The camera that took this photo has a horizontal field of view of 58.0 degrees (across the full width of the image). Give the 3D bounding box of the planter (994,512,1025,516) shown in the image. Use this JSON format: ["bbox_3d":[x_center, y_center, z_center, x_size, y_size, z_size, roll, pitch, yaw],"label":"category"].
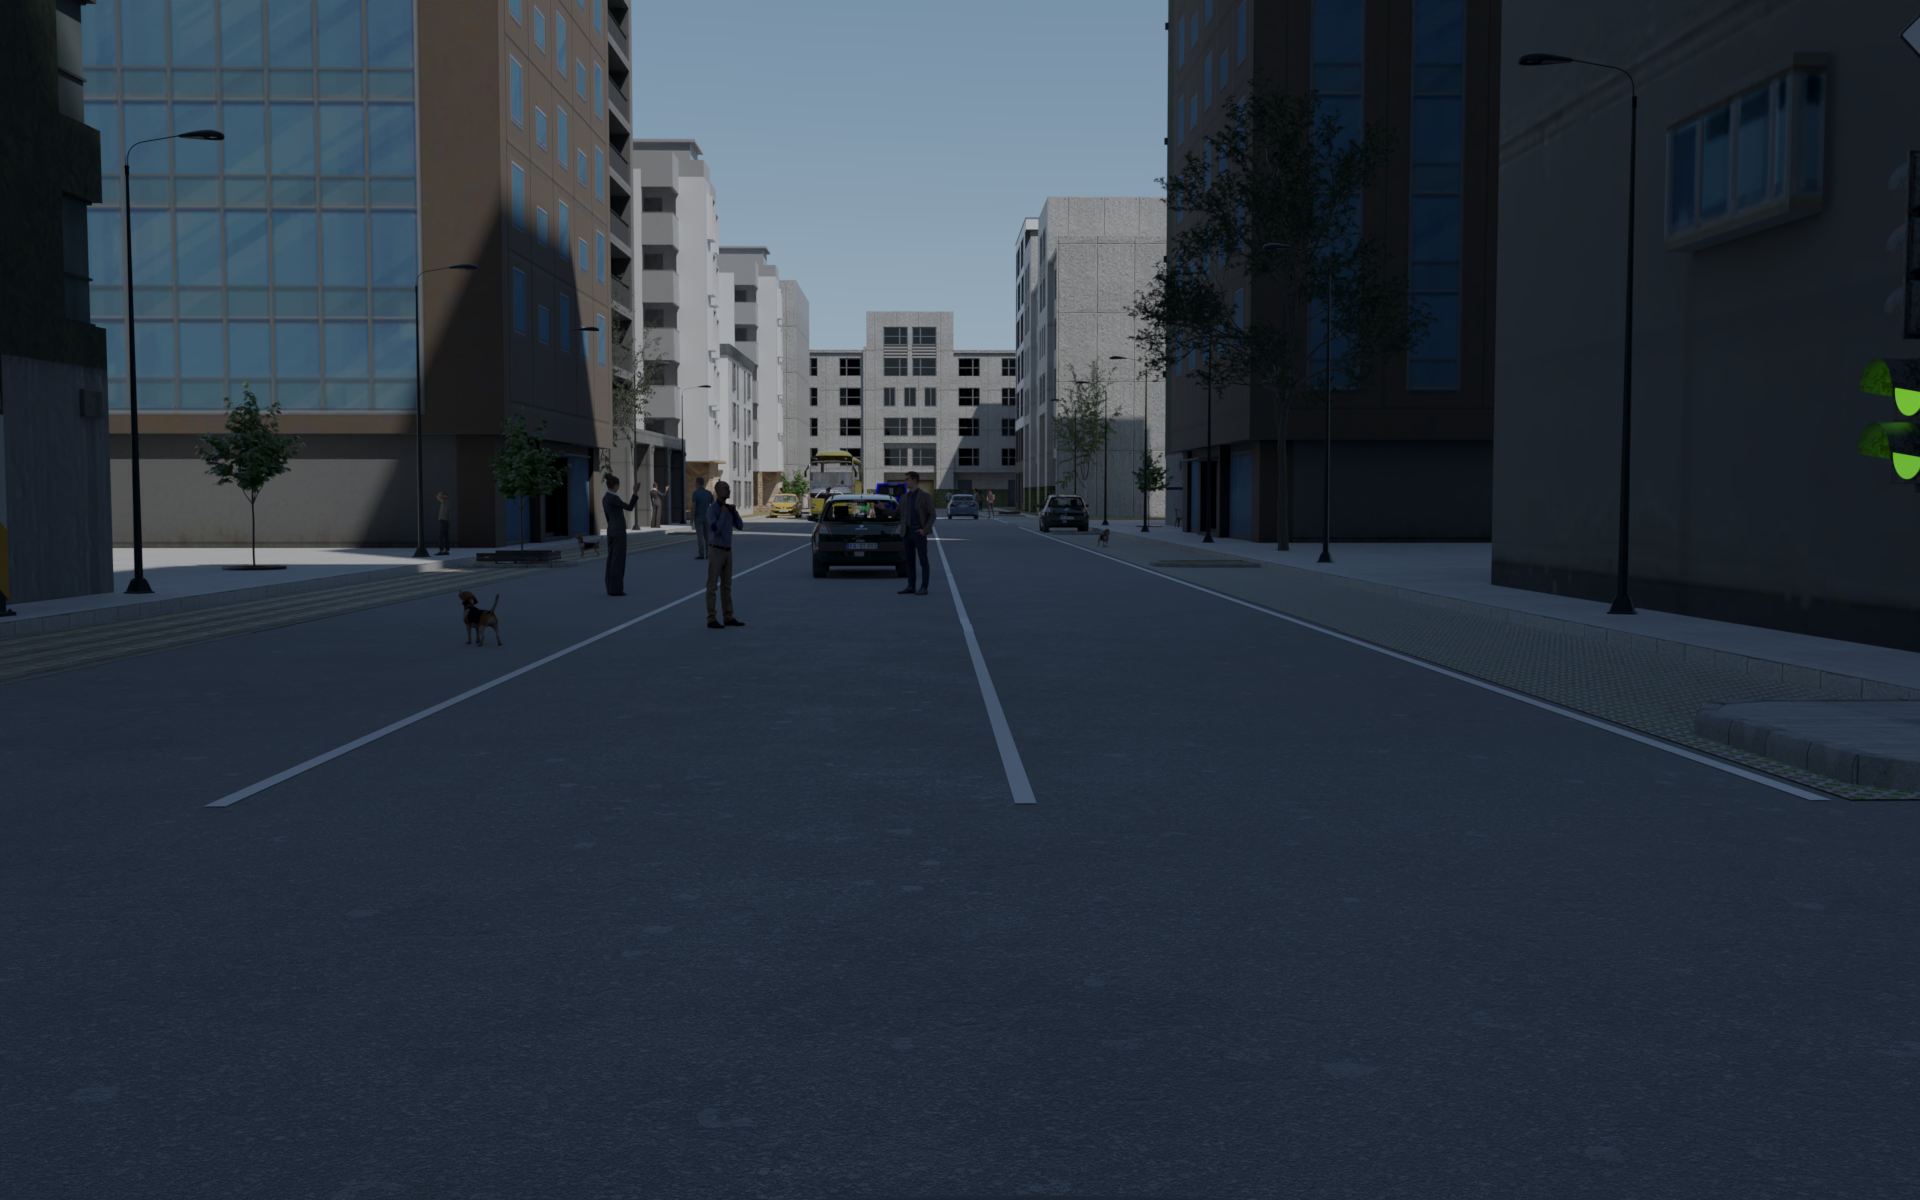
[{"bbox_3d":[3.140,-5.507,111.185,1.991,0.319,1.994,0,4,-1],"label":"planter"}]

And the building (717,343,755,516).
[{"bbox_3d":[-17.645,-10.301,110.572,9.099,9.664,28.070,0,4,-1],"label":"building"}]

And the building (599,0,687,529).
[{"bbox_3d":[-22.376,-38.688,70.795,20.563,71.187,20.611,0,4,-1],"label":"building"}]

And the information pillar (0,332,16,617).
[{"bbox_3d":[-10.086,-1.626,17.941,0.183,3.616,0.504,0,4,8],"label":"information pillar"}]

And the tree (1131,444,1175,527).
[{"bbox_3d":[7.321,-4.439,67.182,1.663,3.219,1.824,0,3,0],"label":"tree"}]

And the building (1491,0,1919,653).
[{"bbox_3d":[18.102,-24.171,18.898,21.600,48.544,21.300,0,4,-1],"label":"building"}]

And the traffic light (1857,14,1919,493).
[{"bbox_3d":[5.318,-1.245,9.280,0.839,4.253,0.868,0,4,-1],"label":"traffic light"}]

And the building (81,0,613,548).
[{"bbox_3d":[-17.723,-24.233,46.321,14.600,45.320,14.200,0,4,-1],"label":"building"}]

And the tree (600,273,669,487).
[{"bbox_3d":[-11.776,-6.514,56.860,4.360,8.622,3.978,0,3,0],"label":"tree"}]

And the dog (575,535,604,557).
[{"bbox_3d":[-8.392,-1.218,39.206,0.406,0.507,0.540,2,4,31],"label":"dog"}]

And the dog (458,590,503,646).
[{"bbox_3d":[-4.565,0.173,16.457,0.540,0.507,0.406,0,4,6],"label":"dog"}]

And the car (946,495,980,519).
[{"bbox_3d":[0.176,-5.345,99.390,2.014,1.417,4.499,0,4,0],"label":"car"}]

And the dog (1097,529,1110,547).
[{"bbox_3d":[3.862,-1.666,46.529,0.540,0.507,0.406,2,4,34],"label":"dog"}]

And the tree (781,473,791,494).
[{"bbox_3d":[-14.446,-8.931,140.624,1.663,3.219,1.824,0,3,0],"label":"tree"}]

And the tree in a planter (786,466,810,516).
[{"bbox_3d":[-10.300,-6.946,110.796,1.991,3.239,1.994,0,4,-1],"label":"tree in a planter"}]

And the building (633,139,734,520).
[{"bbox_3d":[-20.634,-14.307,90.340,16.016,20.091,11.380,0,4,-1],"label":"building"}]

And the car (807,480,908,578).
[{"bbox_3d":[-1.758,-1.303,31.092,2.009,1.686,4.222,0,4,-3],"label":"car"}]

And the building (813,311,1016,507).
[{"bbox_3d":[-9.241,-18.941,176.143,31.486,18.905,16.747,0,4,-1],"label":"building"}]

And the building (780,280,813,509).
[{"bbox_3d":[-29.446,-17.423,151.319,31.486,18.905,16.747,0,4,-1],"label":"building"}]

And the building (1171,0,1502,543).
[{"bbox_3d":[14.232,-24.508,50.823,14.600,45.320,14.200,0,4,-1],"label":"building"}]

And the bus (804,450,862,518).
[{"bbox_3d":[-7.221,-6.700,101.087,2.896,3.916,12.252,0,4,-1],"label":"bus"}]

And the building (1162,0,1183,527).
[{"bbox_3d":[15.513,-18.454,73.421,14.160,30.474,14.107,0,4,-1],"label":"building"}]

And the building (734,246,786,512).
[{"bbox_3d":[-21.268,-16.738,130.084,16.016,20.091,11.380,0,4,-1],"label":"building"}]

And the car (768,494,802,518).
[{"bbox_3d":[-10.365,-5.684,103.151,2.015,1.641,3.980,0,4,-1],"label":"car"}]

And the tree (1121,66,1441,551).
[{"bbox_3d":[7.006,-6.384,38.791,7.601,10.594,8.767,-2,4,-26],"label":"tree"}]

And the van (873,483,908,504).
[{"bbox_3d":[-3.805,-5.669,97.073,2.240,2.365,5.245,0,4,-1],"label":"van"}]

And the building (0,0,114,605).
[{"bbox_3d":[-17.923,-14.862,14.703,14.160,30.474,14.107,0,4,-1],"label":"building"}]

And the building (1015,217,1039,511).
[{"bbox_3d":[18.425,-18.395,144.730,27.936,21.610,32.646,0,4,-1],"label":"building"}]

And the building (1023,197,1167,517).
[{"bbox_3d":[13.390,-15.012,111.910,16.747,18.905,31.486,0,4,-1],"label":"building"}]

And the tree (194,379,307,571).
[{"bbox_3d":[-12.170,-2.130,29.426,1.663,3.219,1.824,0,3,0],"label":"tree"}]

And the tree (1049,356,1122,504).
[{"bbox_3d":[6.691,-8.725,93.020,4.737,8.622,4.395,0,3,0],"label":"tree"}]

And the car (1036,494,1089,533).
[{"bbox_3d":[3.907,-3.400,65.375,2.009,1.686,4.222,0,3,0],"label":"car"}]

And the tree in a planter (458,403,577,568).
[{"bbox_3d":[-8.643,-2.254,34.070,1.991,3.239,1.994,0,4,-1],"label":"tree in a planter"}]
